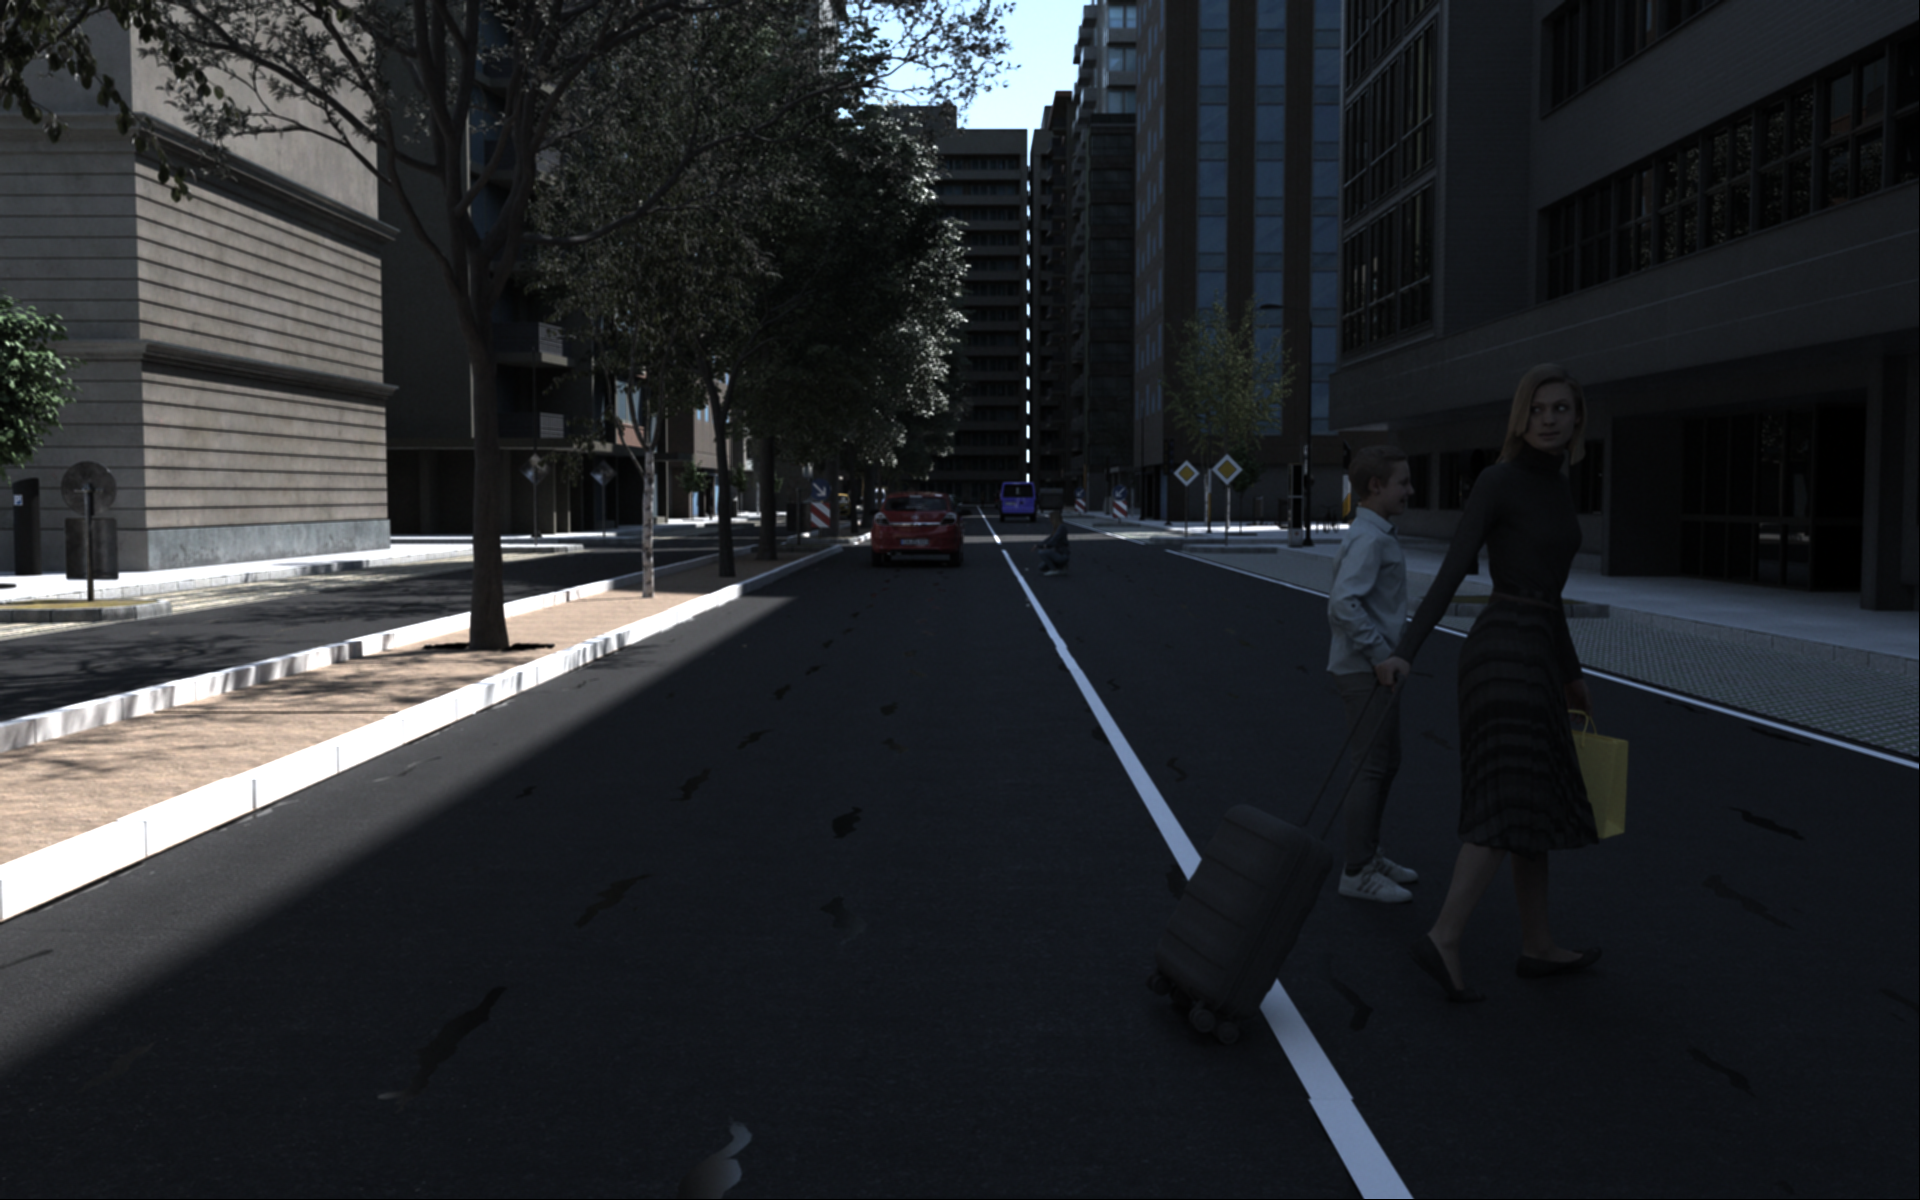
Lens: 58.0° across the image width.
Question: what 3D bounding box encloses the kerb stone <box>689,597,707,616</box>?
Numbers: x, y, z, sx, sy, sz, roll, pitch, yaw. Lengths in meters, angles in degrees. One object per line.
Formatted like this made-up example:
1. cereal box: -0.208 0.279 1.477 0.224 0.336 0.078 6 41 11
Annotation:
1. kerb stone: -3.175 0.096 20.623 0.120 0.150 1.000 0 4 0

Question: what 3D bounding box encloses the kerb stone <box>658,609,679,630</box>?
1. kerb stone: -3.182 0.231 18.578 0.120 0.150 1.000 0 4 0

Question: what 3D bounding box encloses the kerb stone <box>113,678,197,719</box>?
1. kerb stone: -5.330 0.659 11.418 0.120 0.150 1.000 0 4 0

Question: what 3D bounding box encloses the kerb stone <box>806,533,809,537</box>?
1. kerb stone: -5.063 -2.070 56.037 0.120 0.150 1.000 0 4 0

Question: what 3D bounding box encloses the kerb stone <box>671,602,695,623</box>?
1. kerb stone: -3.173 0.159 19.599 0.120 0.150 1.000 0 4 0

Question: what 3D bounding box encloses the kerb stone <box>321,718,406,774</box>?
1. kerb stone: -3.233 0.789 9.356 0.120 0.150 1.000 0 4 0

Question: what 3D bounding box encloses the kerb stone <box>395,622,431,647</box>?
1. kerb stone: -5.293 0.345 16.551 0.120 0.150 1.000 0 4 0

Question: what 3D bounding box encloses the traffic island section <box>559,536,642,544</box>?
1. traffic island section: -10.488 -1.752 50.929 2.009 0.180 2.903 0 4 0

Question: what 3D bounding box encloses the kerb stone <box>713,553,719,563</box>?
1. kerb stone: -5.183 -0.844 36.048 0.120 0.150 1.000 0 4 0

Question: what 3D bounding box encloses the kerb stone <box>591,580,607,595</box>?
1. kerb stone: -5.247 -0.152 24.739 0.120 0.150 1.000 0 4 0

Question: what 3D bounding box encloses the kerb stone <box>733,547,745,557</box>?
1. kerb stone: -5.158 -1.097 40.136 0.120 0.150 1.000 0 4 0

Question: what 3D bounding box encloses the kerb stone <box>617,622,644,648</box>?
1. kerb stone: -3.194 0.348 16.529 0.120 0.150 1.000 0 4 0

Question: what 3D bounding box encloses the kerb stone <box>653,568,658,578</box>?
1. kerb stone: -5.224 -0.405 28.859 0.120 0.150 1.000 0 4 0

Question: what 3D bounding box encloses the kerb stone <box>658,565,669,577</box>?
1. kerb stone: -5.219 -0.470 29.888 0.120 0.150 1.000 0 4 0

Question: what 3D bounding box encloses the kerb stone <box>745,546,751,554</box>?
1. kerb stone: -5.158 -1.158 41.166 0.120 0.150 1.000 0 4 0

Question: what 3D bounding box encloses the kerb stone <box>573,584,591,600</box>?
1. kerb stone: -5.255 -0.093 23.713 0.120 0.150 1.000 0 4 0

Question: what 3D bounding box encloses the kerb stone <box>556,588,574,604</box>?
1. kerb stone: -5.263 -0.026 22.692 0.120 0.150 1.000 0 4 0

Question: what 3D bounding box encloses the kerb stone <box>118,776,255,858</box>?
1. kerb stone: -3.255 0.910 7.311 0.120 0.150 1.000 0 4 0

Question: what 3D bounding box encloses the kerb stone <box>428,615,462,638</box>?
1. kerb stone: -5.288 0.283 17.573 0.120 0.150 1.000 0 4 0

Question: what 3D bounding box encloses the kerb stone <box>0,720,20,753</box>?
1. kerb stone: -5.337 0.784 9.371 0.120 0.150 1.000 0 4 0

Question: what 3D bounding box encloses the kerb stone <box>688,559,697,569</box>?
1. kerb stone: -5.197 -0.656 32.970 0.120 0.150 1.000 0 4 0

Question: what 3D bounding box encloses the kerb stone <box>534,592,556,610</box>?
1. kerb stone: -5.268 0.032 21.666 0.120 0.150 1.000 0 4 0

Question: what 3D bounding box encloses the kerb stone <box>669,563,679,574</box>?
1. kerb stone: -5.206 -0.533 30.915 0.120 0.150 1.000 0 4 0

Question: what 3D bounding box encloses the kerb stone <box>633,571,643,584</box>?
1. kerb stone: -5.232 -0.343 27.828 0.120 0.150 1.000 0 4 0

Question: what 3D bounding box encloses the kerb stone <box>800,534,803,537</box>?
1. kerb stone: -5.073 -1.944 53.988 0.120 0.150 1.000 0 4 0

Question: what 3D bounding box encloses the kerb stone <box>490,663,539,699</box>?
1. kerb stone: -3.227 0.597 12.435 0.120 0.150 1.000 0 4 0

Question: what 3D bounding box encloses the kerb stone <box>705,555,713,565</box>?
1. kerb stone: -5.190 -0.784 35.019 0.120 0.150 1.000 0 4 0

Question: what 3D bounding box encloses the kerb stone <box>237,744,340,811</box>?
1. kerb stone: -3.241 0.852 8.334 0.120 0.150 1.000 0 4 0

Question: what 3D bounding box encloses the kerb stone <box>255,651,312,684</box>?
1. kerb stone: -5.316 0.535 13.477 0.120 0.150 1.000 0 4 0

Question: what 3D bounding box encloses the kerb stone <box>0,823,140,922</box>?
1. kerb stone: -3.258 0.977 6.290 0.120 0.150 1.000 0 4 0

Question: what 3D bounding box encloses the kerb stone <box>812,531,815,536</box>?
1. kerb stone: -5.052 -2.196 58.093 0.120 0.150 1.000 0 4 0

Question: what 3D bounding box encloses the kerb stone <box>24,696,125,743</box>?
1. kerb stone: -5.334 0.722 10.393 0.120 0.150 1.000 0 4 0

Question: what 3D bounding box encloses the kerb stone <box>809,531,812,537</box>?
1. kerb stone: -5.061 -2.124 57.059 0.120 0.150 1.000 0 4 0

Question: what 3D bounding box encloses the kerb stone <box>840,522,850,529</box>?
1. kerb stone: -4.949 -3.198 74.490 0.120 0.150 1.000 0 4 0

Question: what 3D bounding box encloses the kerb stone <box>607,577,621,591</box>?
1. kerb stone: -5.242 -0.213 25.769 0.120 0.150 1.000 0 4 0

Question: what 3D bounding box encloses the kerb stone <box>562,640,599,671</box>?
1. kerb stone: -3.210 0.474 14.481 0.120 0.150 1.000 0 4 0

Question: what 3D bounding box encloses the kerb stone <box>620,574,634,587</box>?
1. kerb stone: -5.240 -0.279 26.805 0.120 0.150 1.000 0 4 0

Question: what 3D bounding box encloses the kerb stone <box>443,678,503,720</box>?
1. kerb stone: -3.226 0.659 11.413 0.120 0.150 1.000 0 4 0

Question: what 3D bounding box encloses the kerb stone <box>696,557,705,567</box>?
1. kerb stone: -5.194 -0.717 33.992 0.120 0.150 1.000 0 4 0

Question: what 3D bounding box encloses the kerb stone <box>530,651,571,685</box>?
1. kerb stone: -3.215 0.537 13.459 0.120 0.150 1.000 0 4 0

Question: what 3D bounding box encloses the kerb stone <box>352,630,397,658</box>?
1. kerb stone: -5.302 0.408 15.530 0.120 0.150 1.000 0 4 0

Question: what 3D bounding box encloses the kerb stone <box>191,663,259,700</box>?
1. kerb stone: -5.324 0.598 12.445 0.120 0.150 1.000 0 4 0

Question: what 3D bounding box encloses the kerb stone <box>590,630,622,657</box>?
1. kerb stone: -3.207 0.410 15.503 0.120 0.150 1.000 0 4 0

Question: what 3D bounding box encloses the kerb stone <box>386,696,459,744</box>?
1. kerb stone: -3.233 0.722 10.391 0.120 0.150 1.000 0 4 0

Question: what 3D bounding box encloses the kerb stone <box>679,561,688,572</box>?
1. kerb stone: -5.207 -0.596 31.944 0.120 0.150 1.000 0 4 0

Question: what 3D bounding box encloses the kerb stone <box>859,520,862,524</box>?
1. kerb stone: -4.877 -3.952 86.816 0.120 0.150 1.000 0 4 0

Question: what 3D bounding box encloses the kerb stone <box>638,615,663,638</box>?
1. kerb stone: -3.190 0.288 17.555 0.120 0.150 1.000 0 4 0

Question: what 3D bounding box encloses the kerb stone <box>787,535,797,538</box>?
1. kerb stone: -5.083 -1.819 51.943 0.120 0.150 1.000 0 4 0

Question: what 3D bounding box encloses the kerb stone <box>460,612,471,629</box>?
1. kerb stone: -5.285 0.224 18.596 0.120 0.150 1.000 0 4 0

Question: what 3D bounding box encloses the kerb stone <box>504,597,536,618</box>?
1. kerb stone: -5.273 0.095 20.644 0.120 0.150 1.000 0 4 0

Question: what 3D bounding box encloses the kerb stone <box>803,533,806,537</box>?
1. kerb stone: -5.072 -2.007 55.010 0.120 0.150 1.000 0 4 0

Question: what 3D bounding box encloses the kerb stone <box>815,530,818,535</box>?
1. kerb stone: -5.047 -2.258 59.115 0.120 0.150 1.000 0 4 0

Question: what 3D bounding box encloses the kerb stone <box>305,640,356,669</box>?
1. kerb stone: -5.313 0.472 14.498 0.120 0.150 1.000 0 4 0

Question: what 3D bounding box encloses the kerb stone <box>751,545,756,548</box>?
1. kerb stone: -5.150 -1.222 42.193 0.120 0.150 1.000 0 4 0
